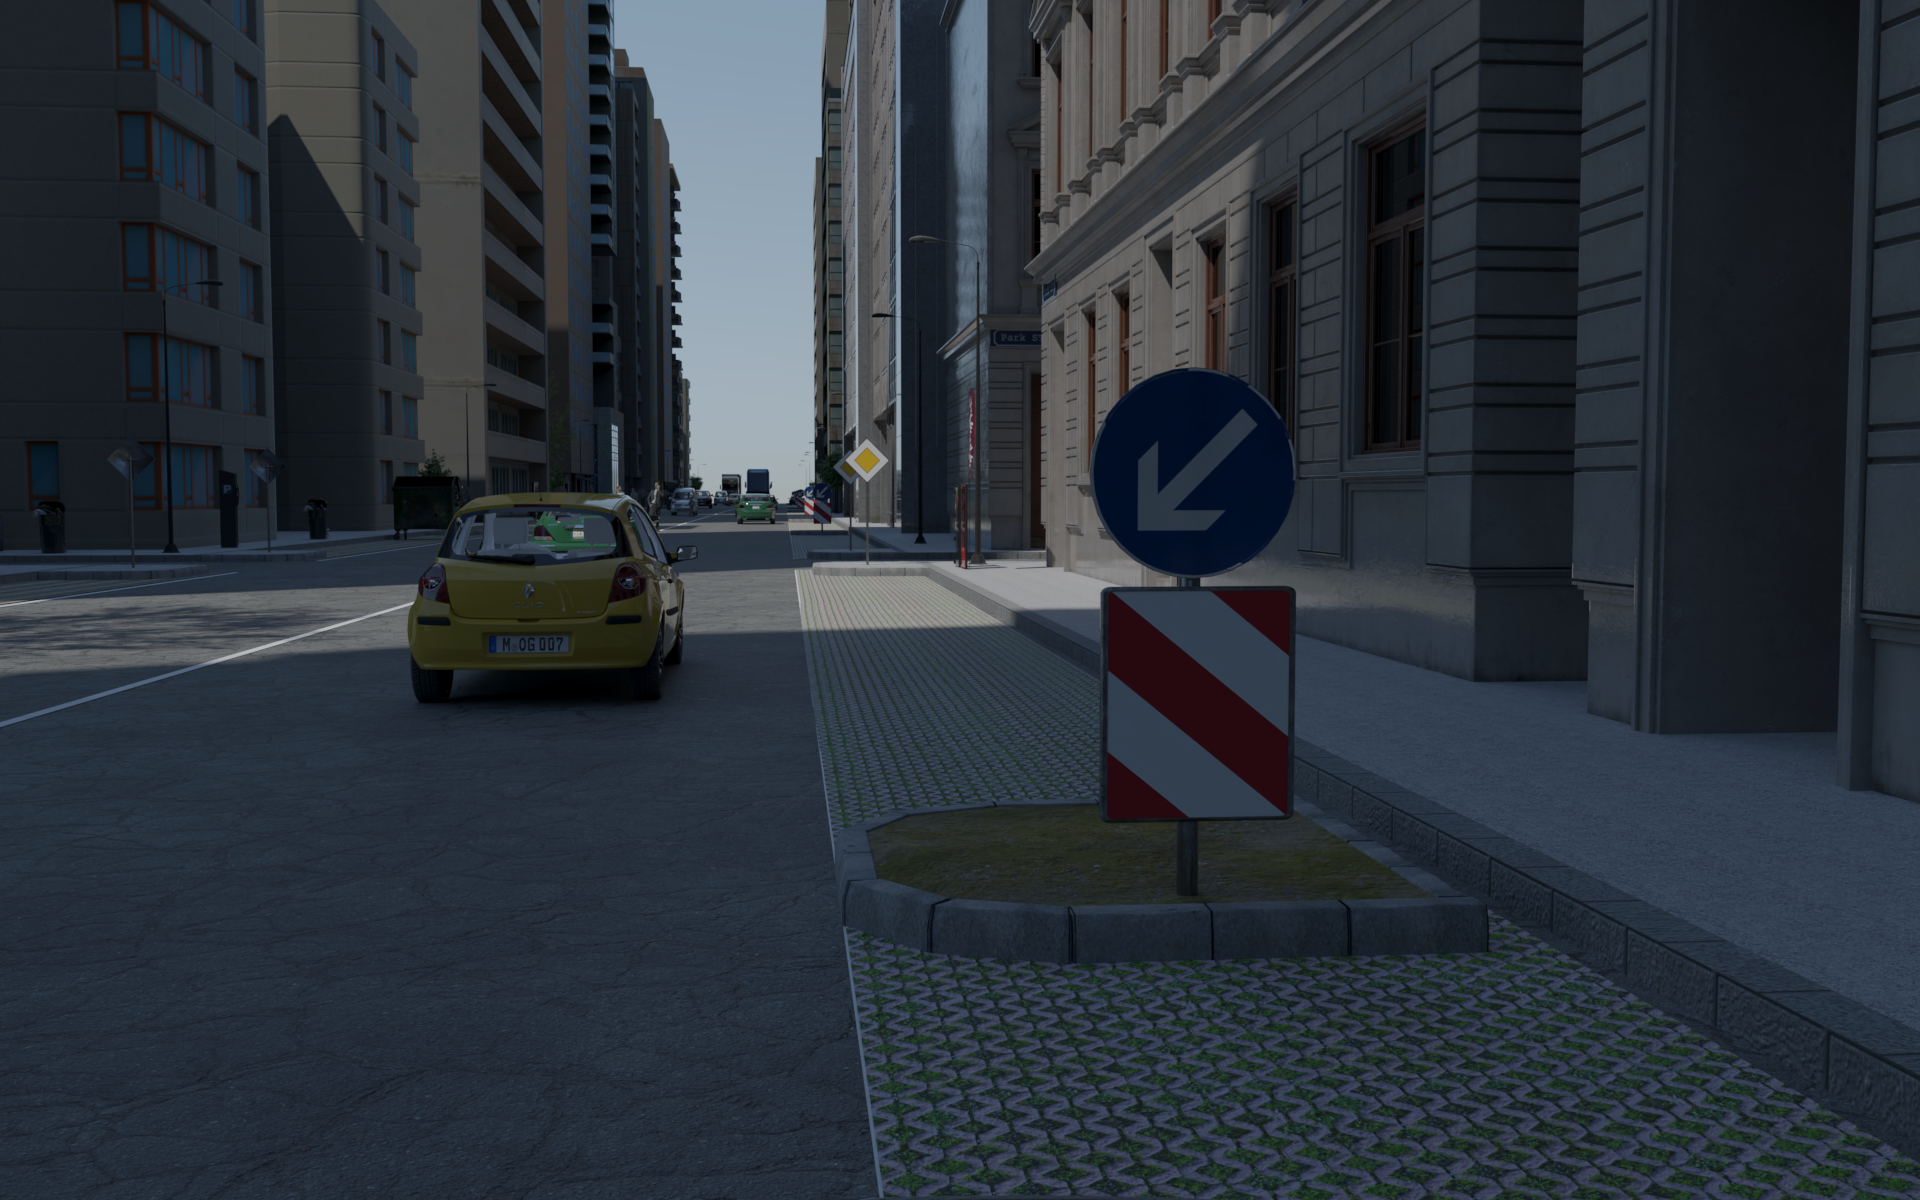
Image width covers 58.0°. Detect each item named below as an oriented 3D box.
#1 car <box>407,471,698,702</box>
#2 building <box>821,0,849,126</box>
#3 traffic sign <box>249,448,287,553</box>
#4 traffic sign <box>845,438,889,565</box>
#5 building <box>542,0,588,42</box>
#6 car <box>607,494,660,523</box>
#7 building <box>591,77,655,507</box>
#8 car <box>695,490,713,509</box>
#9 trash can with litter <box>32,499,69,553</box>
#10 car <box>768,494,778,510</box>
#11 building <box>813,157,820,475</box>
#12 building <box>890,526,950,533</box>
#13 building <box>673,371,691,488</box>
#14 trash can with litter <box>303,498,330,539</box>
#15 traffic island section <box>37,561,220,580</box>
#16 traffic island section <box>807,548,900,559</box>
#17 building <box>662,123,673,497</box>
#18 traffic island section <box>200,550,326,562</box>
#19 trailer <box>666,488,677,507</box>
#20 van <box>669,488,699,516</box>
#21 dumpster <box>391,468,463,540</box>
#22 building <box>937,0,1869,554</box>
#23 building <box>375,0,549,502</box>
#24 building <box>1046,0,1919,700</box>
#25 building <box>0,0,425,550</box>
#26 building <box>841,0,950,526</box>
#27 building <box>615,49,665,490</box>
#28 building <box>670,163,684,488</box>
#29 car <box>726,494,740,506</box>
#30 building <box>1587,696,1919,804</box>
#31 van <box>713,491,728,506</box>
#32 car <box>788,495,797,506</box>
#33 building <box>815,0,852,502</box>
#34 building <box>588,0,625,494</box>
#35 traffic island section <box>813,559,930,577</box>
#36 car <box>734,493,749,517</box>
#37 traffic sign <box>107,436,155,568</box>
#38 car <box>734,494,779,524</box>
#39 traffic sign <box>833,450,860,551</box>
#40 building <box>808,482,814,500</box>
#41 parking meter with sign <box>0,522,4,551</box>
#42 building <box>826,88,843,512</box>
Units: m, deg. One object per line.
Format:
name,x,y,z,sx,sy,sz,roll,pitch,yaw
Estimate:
car,-3.067,-0.195,13.406,2.015,1.641,3.980,0,4,-6
building,-2.258,-33.136,165.474,21.300,48.544,21.600,0,4,-6
traffic sign,-15.163,-2.099,37.969,0.795,2.450,0.064,0,4,-6
traffic sign,-1.677,-1.691,31.283,0.795,2.450,0.064,0,4,-6
building,-33.230,-28.690,119.192,14.600,45.320,14.200,0,4,-6
car,-6.216,-1.083,29.509,2.131,1.459,4.920,0,4,-7
building,-36.773,-29.413,164.502,14.154,41.232,14.086,0,4,-6
car,-25.629,-9.987,171.960,2.281,1.827,5.304,0,4,-7
trash can with litter,-19.711,-1.601,37.564,0.624,1.170,1.055,-1,4,-21
car,-17.650,-8.981,158.838,2.014,1.417,4.499,0,4,-5
building,-9.214,-37.558,237.775,21.300,48.544,21.600,0,4,-6
building,3.062,-15.169,66.043,12.078,24.808,19.932,0,4,-6
building,-53.874,-24.875,251.745,27.650,21.520,28.899,0,4,-6
trash can with litter,-18.278,-2.315,49.233,0.624,1.170,1.055,-1,4,-13
traffic island section,-14.381,-0.477,30.083,2.009,0.180,2.903,0,4,-6
traffic island section,-2.458,-1.041,39.307,2.009,0.180,2.903,0,4,-6
building,-41.082,-33.738,201.731,14.600,45.320,14.200,0,4,-6
traffic island section,-15.185,-0.963,38.028,2.009,0.180,2.903,0,4,-6
trailer,-28.347,-10.037,171.161,1.471,1.999,3.904,0,4,-6
van,-18.579,-6.710,116.727,2.013,2.044,4.112,0,4,-6
dumpster,-16.624,-3.003,54.054,1.985,2.255,1.502,0,4,-4
building,9.902,-12.769,44.923,21.152,22.565,11.583,0,4,-6
building,-32.726,-28.208,84.903,21.300,48.544,21.600,0,4,-6
building,7.447,-11.323,21.280,11.583,22.565,21.152,0,4,-6
building,-33.462,-12.676,52.297,27.650,21.520,28.899,0,4,-6
building,0.457,-16.437,86.763,12.078,24.808,19.932,0,4,-6
building,-38.810,-32.309,178.360,14.600,45.320,14.200,0,4,-6
building,-47.256,-34.746,222.727,22.147,44.769,28.867,0,4,-6
car,-27.082,-12.098,208.023,2.015,1.641,3.980,0,4,-6
building,9.577,-10.038,0.276,11.583,22.565,21.152,0,4,-6
van,-30.144,-12.923,218.306,2.013,2.044,4.112,0,4,-4
car,-20.461,-12.444,216.042,1.945,1.354,3.894,0,4,-7
building,-7.841,-47.572,216.049,20.563,71.187,20.611,0,4,-6
building,-38.537,-50.621,140.326,22.319,86.520,31.000,0,4,-6
traffic island section,-1.654,-0.555,31.362,2.009,0.180,2.903,0,4,-6
car,-13.512,-6.161,110.956,2.015,1.641,3.980,0,4,-5
traffic sign,-14.358,-1.614,30.024,0.795,2.450,0.064,0,4,-6
car,-9.823,-4.389,83.565,2.131,1.459,4.920,0,4,-6
traffic sign,-2.481,-2.176,39.228,0.795,2.450,0.064,0,4,-6
building,-6.797,-34.886,262.272,32.217,40.220,23.993,0,4,-6
parking meter with sign,-22.234,-2.576,38.371,1.738,3.016,0.543,-2,4,-33
building,-2.787,-21.751,127.334,14.160,30.474,14.107,0,4,-6
